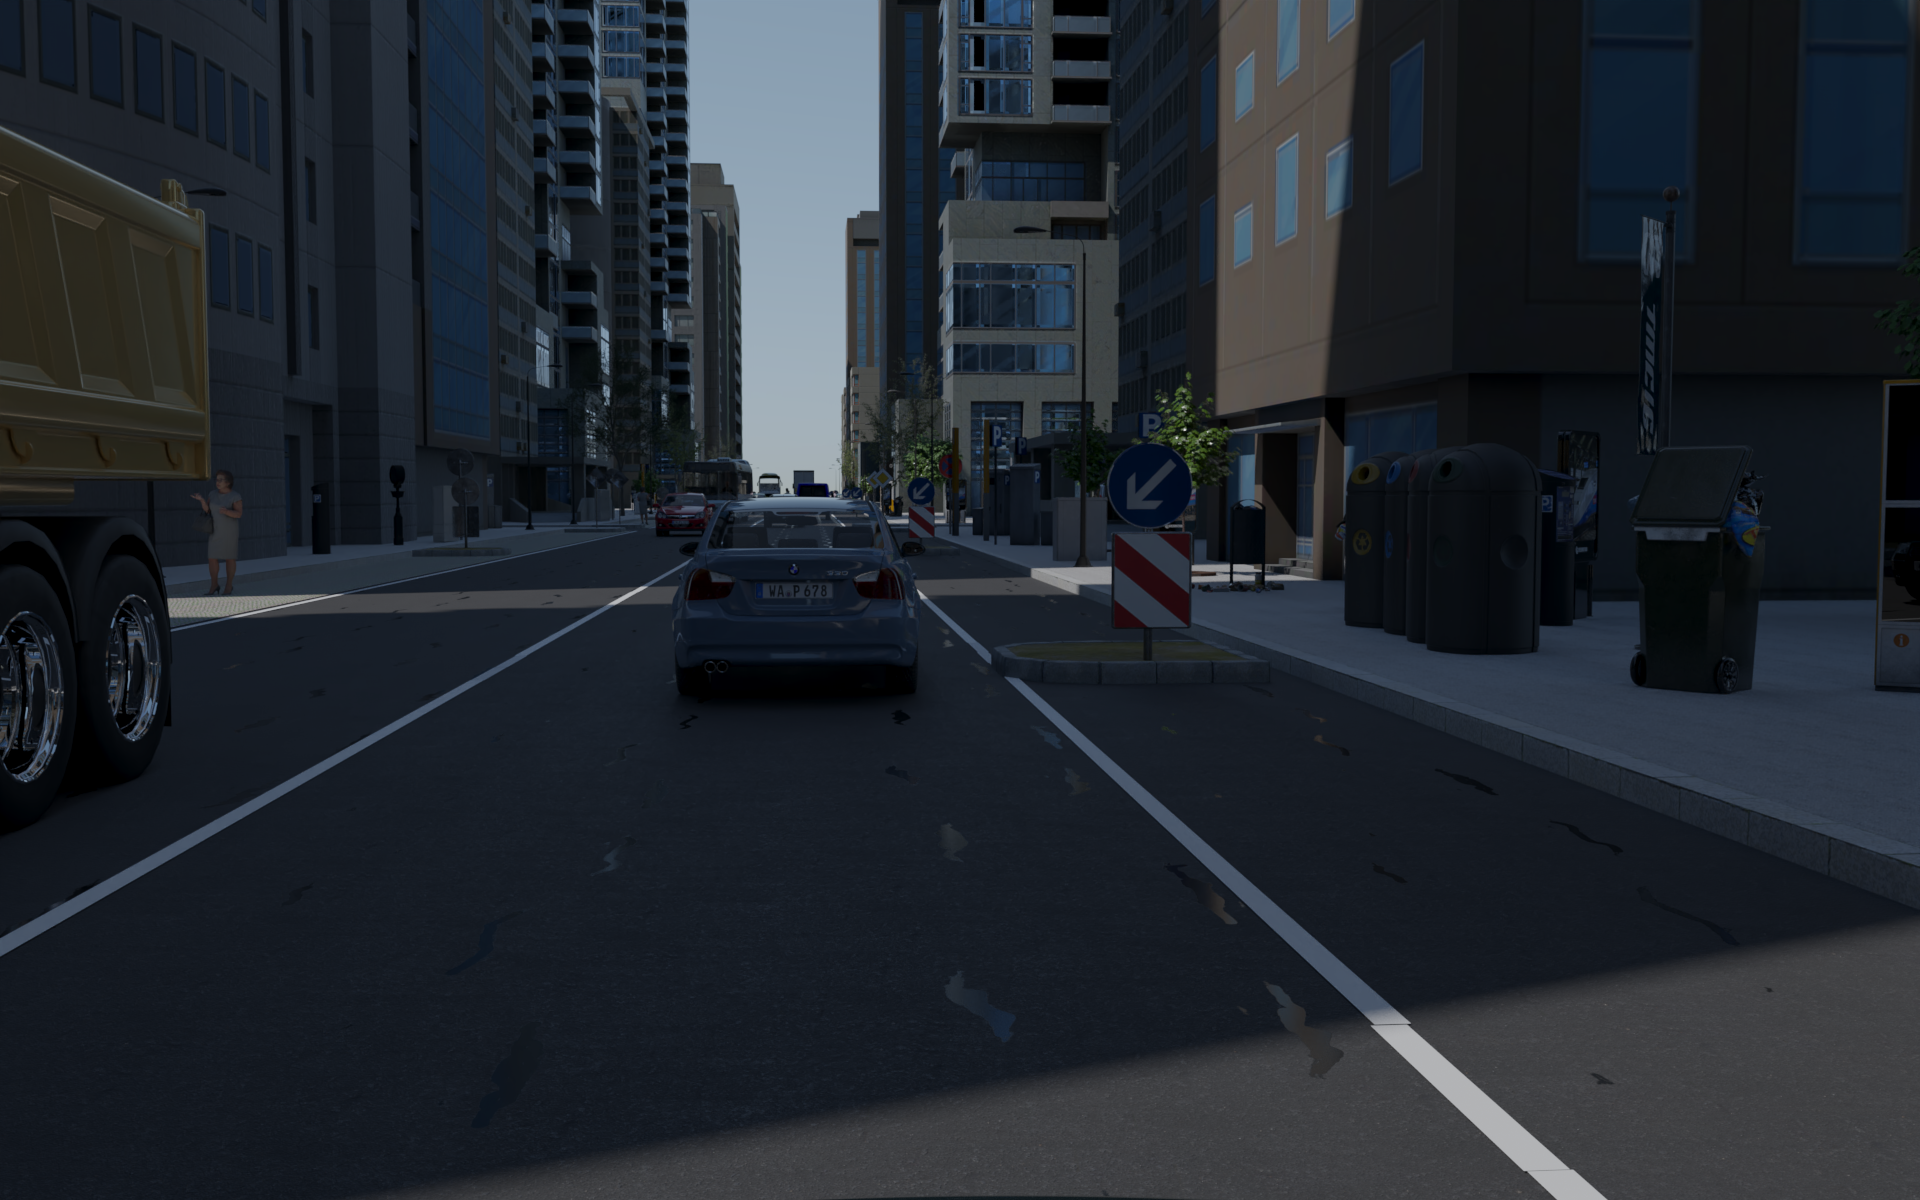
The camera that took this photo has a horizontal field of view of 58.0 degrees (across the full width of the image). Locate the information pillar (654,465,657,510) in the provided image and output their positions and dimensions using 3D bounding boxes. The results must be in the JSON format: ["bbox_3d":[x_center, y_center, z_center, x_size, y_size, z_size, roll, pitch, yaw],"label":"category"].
[{"bbox_3d":[-24.685,-9.103,140.193,0.183,3.616,0.504,-1,4,-15],"label":"information pillar"}]

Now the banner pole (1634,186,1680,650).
[{"bbox_3d":[5.625,-1.467,14.007,0.401,3.779,0.863,3,5,41],"label":"banner pole"}]

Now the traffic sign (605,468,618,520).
[{"bbox_3d":[-17.192,-5.235,85.700,0.768,2.556,0.104,0,4,-3],"label":"traffic sign"}]

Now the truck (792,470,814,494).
[{"bbox_3d":[-18.782,-13.423,208.372,2.839,4.237,11.283,0,4,-5],"label":"truck"}]

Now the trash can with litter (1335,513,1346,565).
[{"bbox_3d":[4.402,-0.465,18.993,0.624,1.170,1.055,1,4,9],"label":"trash can with litter"}]

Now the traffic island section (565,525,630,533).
[{"bbox_3d":[-13.730,-2.636,65.384,2.009,0.180,2.903,0,4,-5],"label":"traffic island section"}]

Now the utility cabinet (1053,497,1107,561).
[{"bbox_3d":[2.310,-1.360,33.398,1.020,1.237,0.306,-1,4,-16],"label":"utility cabinet"}]

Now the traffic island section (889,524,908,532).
[{"bbox_3d":[-2.929,-2.693,66.316,2.009,0.180,2.903,0,4,-5],"label":"traffic island section"}]

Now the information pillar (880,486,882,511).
[{"bbox_3d":[-5.365,-7.117,120.858,0.304,2.012,0.304,1,4,15],"label":"information pillar"}]

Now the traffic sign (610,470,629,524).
[{"bbox_3d":[-14.400,-4.259,73.280,0.795,2.450,0.064,0,4,-5],"label":"traffic sign"}]

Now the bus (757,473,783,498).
[{"bbox_3d":[-22.425,-12.984,203.833,2.896,3.916,12.252,0,4,-7],"label":"bus"}]

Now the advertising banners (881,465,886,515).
[{"bbox_3d":[-4.636,-6.665,105.167,0.090,3.025,2.074,0,4,4],"label":"advertising banners"}]

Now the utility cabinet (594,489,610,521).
[{"bbox_3d":[-16.805,-4.448,81.411,0.318,1.500,1.173,1,4,10],"label":"utility cabinet"}]

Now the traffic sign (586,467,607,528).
[{"bbox_3d":[-13.708,-3.773,65.325,0.795,2.450,0.064,0,4,-5],"label":"traffic sign"}]

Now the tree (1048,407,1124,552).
[{"bbox_3d":[3.012,-2.683,38.467,1.663,3.219,1.824,0,3,0],"label":"tree"}]

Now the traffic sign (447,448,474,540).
[{"bbox_3d":[-13.936,-2.949,48.326,0.768,2.556,0.104,0,4,-1],"label":"traffic sign"}]

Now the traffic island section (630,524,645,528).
[{"bbox_3d":[-14.423,-3.123,73.340,2.009,0.180,2.903,0,4,-5],"label":"traffic island section"}]

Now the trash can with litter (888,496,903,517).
[{"bbox_3d":[-3.671,-5.282,97.749,0.624,1.170,1.055,-3,5,-42],"label":"trash can with litter"}]

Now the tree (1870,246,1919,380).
[{"bbox_3d":[10.802,-2.041,17.084,4.285,4.588,4.351,0,3,0],"label":"tree"}]

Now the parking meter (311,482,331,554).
[{"bbox_3d":[-13.645,-1.747,36.969,0.372,1.533,0.369,0,3,0],"label":"parking meter"}]

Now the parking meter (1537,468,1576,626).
[{"bbox_3d":[5.809,-0.521,16.925,0.372,1.533,0.369,0,3,0],"label":"parking meter"}]

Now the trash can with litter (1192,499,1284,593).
[{"bbox_3d":[3.450,-0.738,23.123,2.233,1.210,1.678,-1,4,-23],"label":"trash can with litter"}]

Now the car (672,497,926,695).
[{"bbox_3d":[-1.252,-0.104,13.707,2.014,1.417,4.499,0,4,-4],"label":"car"}]

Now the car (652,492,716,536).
[{"bbox_3d":[-9.554,-3.128,60.183,2.155,1.783,4.494,0,4,-5],"label":"car"}]

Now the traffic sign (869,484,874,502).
[{"bbox_3d":[-6.047,-7.421,121.444,0.768,2.556,0.104,0,4,-3],"label":"traffic sign"}]

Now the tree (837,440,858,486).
[{"bbox_3d":[-14.622,-17.233,232.129,4.737,8.622,4.395,0,3,0],"label":"tree"}]

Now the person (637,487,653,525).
[{"bbox_3d":[-14.586,-4.370,80.303,0.716,1.782,0.532,0,4,-1],"label":"person"}]

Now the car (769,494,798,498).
[{"bbox_3d":[-7.665,-4.034,75.747,2.009,1.686,4.222,0,4,-4],"label":"car"}]

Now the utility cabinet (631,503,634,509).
[{"bbox_3d":[-27.142,-8.228,145.682,1.020,1.237,0.306,1,4,12],"label":"utility cabinet"}]

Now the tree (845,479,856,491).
[{"bbox_3d":[-12.348,-12.545,199.719,1.663,3.219,1.824,0,3,0],"label":"tree"}]

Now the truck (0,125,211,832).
[{"bbox_3d":[-4.981,-0.548,4.890,3.469,3.379,9.791,0,4,-6],"label":"truck"}]

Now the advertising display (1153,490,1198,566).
[{"bbox_3d":[3.790,-1.571,30.894,0.974,1.923,0.123,-1,4,-22],"label":"advertising display"}]

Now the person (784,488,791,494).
[{"bbox_3d":[-10.239,-5.774,103.089,0.511,1.800,0.466,0,4,-1],"label":"person"}]

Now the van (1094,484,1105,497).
[{"bbox_3d":[7.593,-3.976,72.011,4.112,2.044,2.013,0,4,-5],"label":"van"}]

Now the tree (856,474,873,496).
[{"bbox_3d":[-8.585,-10.325,163.415,1.663,3.219,1.824,0,3,0],"label":"tree"}]

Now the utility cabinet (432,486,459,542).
[{"bbox_3d":[-13.764,-2.302,46.319,0.318,1.500,1.173,0,4,3],"label":"utility cabinet"}]

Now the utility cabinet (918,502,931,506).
[{"bbox_3d":[-1.937,-5.242,94.387,0.318,1.500,1.173,-1,4,-23],"label":"utility cabinet"}]

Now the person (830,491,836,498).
[{"bbox_3d":[-11.029,-8.739,152.326,0.756,1.711,0.436,3,5,40],"label":"person"}]

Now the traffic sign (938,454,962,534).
[{"bbox_3d":[-0.308,-3.377,55.321,0.768,2.556,0.104,0,4,-2],"label":"traffic sign"}]

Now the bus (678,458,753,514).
[{"bbox_3d":[-12.110,-5.649,87.223,2.948,3.499,13.247,0,4,-3],"label":"bus"}]

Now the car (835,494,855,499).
[{"bbox_3d":[-9.070,-7.765,135.746,1.959,1.807,4.718,0,4,-6],"label":"car"}]

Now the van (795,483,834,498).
[{"bbox_3d":[-8.216,-5.681,97.275,2.240,2.365,5.245,0,4,-4],"label":"van"}]

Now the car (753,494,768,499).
[{"bbox_3d":[-20.125,-10.042,172.990,1.959,1.807,4.718,0,4,-6],"label":"car"}]

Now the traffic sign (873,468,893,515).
[{"bbox_3d":[-2.952,-3.828,66.237,0.795,2.450,0.064,0,4,-5],"label":"traffic sign"}]

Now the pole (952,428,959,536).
[{"bbox_3d":[-0.138,-3.627,53.143,0.158,3.312,0.155,0,3,0],"label":"pole"}]

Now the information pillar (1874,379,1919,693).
[{"bbox_3d":[6.156,-0.415,11.270,0.304,2.012,0.304,2,4,31],"label":"information pillar"}]

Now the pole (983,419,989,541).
[{"bbox_3d":[0.718,-3.274,47.368,0.158,3.312,0.155,0,3,0],"label":"pole"}]

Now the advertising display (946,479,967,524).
[{"bbox_3d":[-0.157,-4.302,75.547,0.974,1.923,0.123,2,4,27],"label":"advertising display"}]

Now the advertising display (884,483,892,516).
[{"bbox_3d":[-4.277,-5.907,101.786,0.123,1.923,0.974,-2,4,-29],"label":"advertising display"}]

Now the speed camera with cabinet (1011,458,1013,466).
[{"bbox_3d":[2.166,-6.137,94.671,2.038,3.252,0.660,3,5,40],"label":"speed camera with cabinet"}]

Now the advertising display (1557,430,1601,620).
[{"bbox_3d":[6.337,-0.768,17.770,0.123,1.923,0.974,3,4,38],"label":"advertising display"}]

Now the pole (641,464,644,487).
[{"bbox_3d":[-21.612,-7.599,118.090,0.158,3.312,0.155,0,3,0],"label":"pole"}]

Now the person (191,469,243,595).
[{"bbox_3d":[-10.493,-0.949,24.376,0.716,1.782,0.532,0,4,8],"label":"person"}]

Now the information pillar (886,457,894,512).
[{"bbox_3d":[-4.417,-7.231,109.576,0.504,3.616,0.183,1,4,14],"label":"information pillar"}]

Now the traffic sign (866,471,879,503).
[{"bbox_3d":[-3.644,-4.315,74.192,0.795,2.450,0.064,0,4,-5],"label":"traffic sign"}]

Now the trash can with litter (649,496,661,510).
[{"bbox_3d":[-24.843,-8.009,142.005,2.233,1.210,1.678,1,4,22],"label":"trash can with litter"}]

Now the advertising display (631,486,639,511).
[{"bbox_3d":[-24.461,-7.710,131.279,0.974,1.923,0.123,1,4,18],"label":"advertising display"}]
